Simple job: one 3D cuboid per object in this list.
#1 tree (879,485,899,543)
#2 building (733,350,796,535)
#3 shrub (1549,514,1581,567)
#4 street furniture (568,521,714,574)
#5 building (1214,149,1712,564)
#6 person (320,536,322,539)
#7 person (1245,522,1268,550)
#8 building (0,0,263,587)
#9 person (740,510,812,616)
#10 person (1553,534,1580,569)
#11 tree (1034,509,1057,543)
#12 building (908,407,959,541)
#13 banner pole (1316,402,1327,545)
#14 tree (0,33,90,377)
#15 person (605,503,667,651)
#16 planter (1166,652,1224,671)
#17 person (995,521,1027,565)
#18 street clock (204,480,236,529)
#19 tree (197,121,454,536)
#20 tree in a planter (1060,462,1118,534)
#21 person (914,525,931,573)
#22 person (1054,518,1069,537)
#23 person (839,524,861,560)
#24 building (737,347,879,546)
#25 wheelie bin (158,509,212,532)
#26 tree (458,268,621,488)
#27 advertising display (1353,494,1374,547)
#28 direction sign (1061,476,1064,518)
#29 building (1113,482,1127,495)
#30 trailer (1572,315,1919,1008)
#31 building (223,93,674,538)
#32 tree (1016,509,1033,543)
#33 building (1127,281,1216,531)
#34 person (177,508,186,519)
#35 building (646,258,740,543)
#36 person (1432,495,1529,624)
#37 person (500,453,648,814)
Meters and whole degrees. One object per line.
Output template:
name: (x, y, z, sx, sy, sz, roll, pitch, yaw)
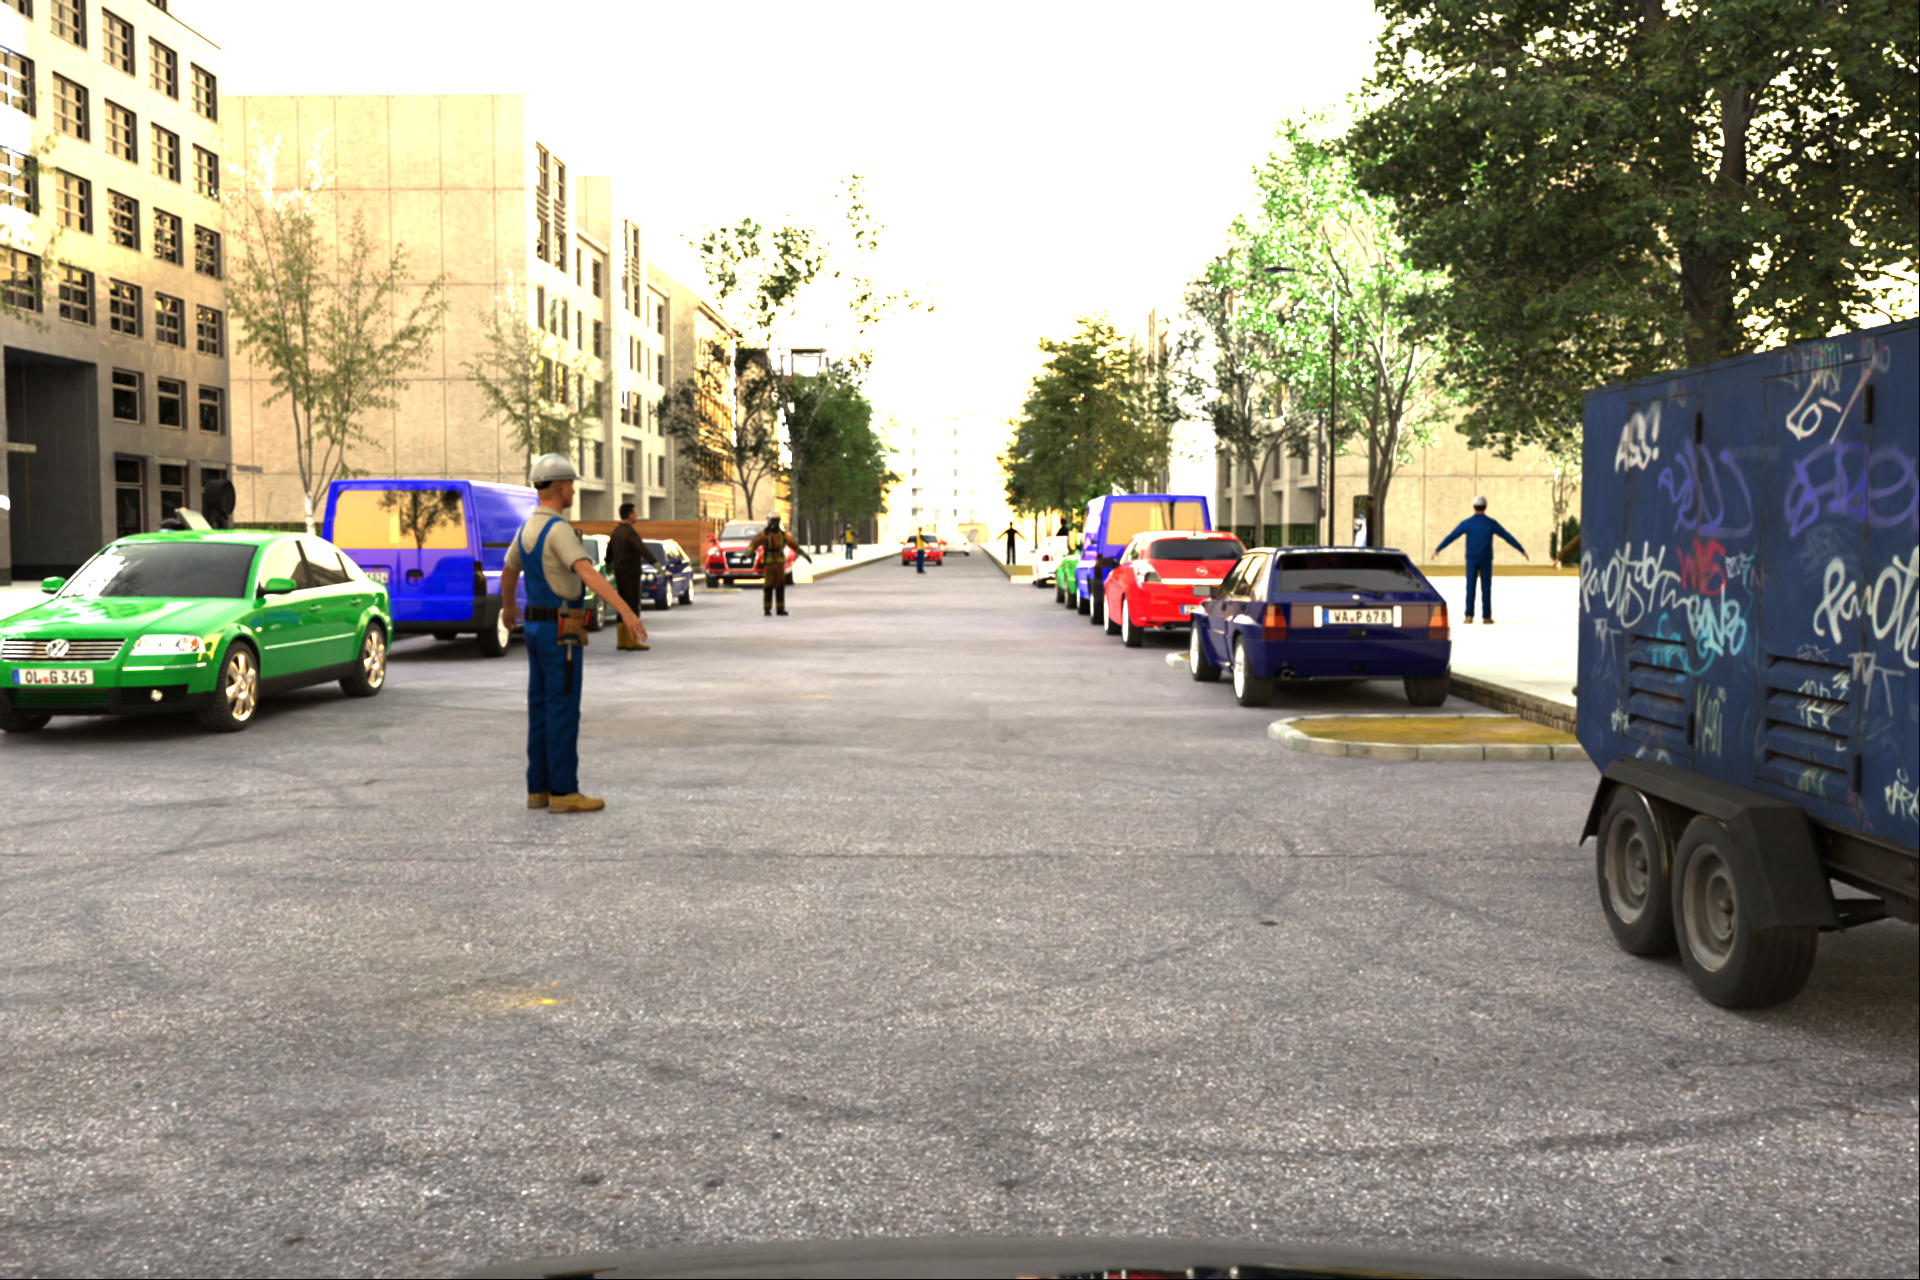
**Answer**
tree: (-10.203, -17.921, 243.367, 4.360, 8.622, 3.978, 0, 3, 0)
building: (-27.424, -21.336, 179.765, 19.493, 23.208, 18.063, 0, 4, 1)
shrub: (23.673, -3.862, 67.188, 1.661, 2.075, 1.752, 0, 3, 0)
street furniture: (-12.461, -3.186, 58.943, 9.812, 1.723, 11.010, 0, 4, 5)
building: (23.643, -13.564, 88.225, 16.747, 18.905, 31.486, 0, 4, 0)
person: (-19.245, -2.848, 52.837, 0.705, 1.796, 1.348, 1, 4, 10)
person: (14.311, -4.785, 84.009, 0.705, 1.856, 1.354, -3, 5, -43)
building: (-28.329, -13.822, 44.406, 11.959, 24.771, 22.079, 0, 4, 0)
person: (-3.260, -1.361, 30.473, 1.354, 1.858, 0.705, -2, 4, -29)
person: (6.757, -0.679, 17.881, 1.217, 1.736, 0.721, 1, 4, 23)
tree: (11.207, -19.362, 242.317, 9.928, 11.665, 9.643, 0, 3, 0)
building: (-7.100, -23.906, 249.743, 11.380, 20.090, 16.016, 0, 4, 7)
banner pole: (6.821, -2.610, 32.689, 0.401, 3.779, 0.863, 0, 4, 0)
tree: (-12.717, -4.249, 19.833, 4.360, 8.622, 3.978, 0, 3, 0)
person: (-4.072, -0.783, 21.400, 0.704, 1.812, 1.346, -3, 5, -41)
planter: (3.296, 0.131, 18.996, 1.991, 0.319, 1.994, 0, 4, 1)
person: (2.141, -4.084, 72.715, 1.347, 1.837, 0.705, 0, 4, -6)
street clock: (-9.845, -1.132, 23.085, 0.358, 2.002, 0.471, 0, 4, 0)
tree: (-12.136, -4.979, 31.771, 4.360, 8.622, 3.978, 0, 3, 0)
tree in a planter: (3.401, -2.807, 43.117, 1.991, 3.239, 1.994, 0, 4, 0)
person: (-1.364, -3.312, 63.079, 0.721, 1.772, 1.216, -2, 4, -28)
person: (3.326, -3.084, 56.611, 0.705, 1.806, 1.347, 3, 4, 37)
person: (-5.539, -4.929, 87.046, 1.216, 1.772, 0.721, 1, 4, 23)
building: (-24.584, -22.136, 205.893, 27.936, 21.610, 32.646, 0, 4, 1)
wheelie bin: (-9.834, -0.866, 22.072, 0.693, 1.594, 0.980, 0, 3, 0)
tree: (-12.334, -6.025, 48.871, 4.360, 8.622, 3.978, 0, 3, 0)
advertising display: (6.653, -1.431, 28.606, 0.123, 1.923, 0.974, 0, 3, 0)
direction sign: (4.018, -4.642, 67.897, 0.379, 3.537, 0.876, 0, 4, -1)
building: (21.223, -17.169, 222.856, 9.099, 9.664, 28.070, 0, 4, 0)
trailer: (2.975, 0.048, 6.262, 1.471, 1.999, 3.904, 0, 4, 0)
building: (-25.482, -13.407, 85.667, 16.747, 18.905, 31.486, 0, 4, 1)
tree: (10.158, -18.290, 249.397, 4.360, 8.622, 3.978, 0, 3, 0)
building: (22.258, -16.094, 129.586, 16.747, 18.905, 31.486, 0, 4, 1)
person: (-14.109, -1.514, 31.355, 0.434, 1.755, 0.990, 3, 4, 38)
building: (-26.184, -17.712, 120.523, 19.493, 23.208, 18.063, 0, 3, 0)
person: (7.468, -1.164, 24.905, 1.347, 1.842, 0.705, 1, 4, 21)
person: (-2.085, -0.042, 9.008, 0.705, 1.847, 1.347, -3, 5, -43)
